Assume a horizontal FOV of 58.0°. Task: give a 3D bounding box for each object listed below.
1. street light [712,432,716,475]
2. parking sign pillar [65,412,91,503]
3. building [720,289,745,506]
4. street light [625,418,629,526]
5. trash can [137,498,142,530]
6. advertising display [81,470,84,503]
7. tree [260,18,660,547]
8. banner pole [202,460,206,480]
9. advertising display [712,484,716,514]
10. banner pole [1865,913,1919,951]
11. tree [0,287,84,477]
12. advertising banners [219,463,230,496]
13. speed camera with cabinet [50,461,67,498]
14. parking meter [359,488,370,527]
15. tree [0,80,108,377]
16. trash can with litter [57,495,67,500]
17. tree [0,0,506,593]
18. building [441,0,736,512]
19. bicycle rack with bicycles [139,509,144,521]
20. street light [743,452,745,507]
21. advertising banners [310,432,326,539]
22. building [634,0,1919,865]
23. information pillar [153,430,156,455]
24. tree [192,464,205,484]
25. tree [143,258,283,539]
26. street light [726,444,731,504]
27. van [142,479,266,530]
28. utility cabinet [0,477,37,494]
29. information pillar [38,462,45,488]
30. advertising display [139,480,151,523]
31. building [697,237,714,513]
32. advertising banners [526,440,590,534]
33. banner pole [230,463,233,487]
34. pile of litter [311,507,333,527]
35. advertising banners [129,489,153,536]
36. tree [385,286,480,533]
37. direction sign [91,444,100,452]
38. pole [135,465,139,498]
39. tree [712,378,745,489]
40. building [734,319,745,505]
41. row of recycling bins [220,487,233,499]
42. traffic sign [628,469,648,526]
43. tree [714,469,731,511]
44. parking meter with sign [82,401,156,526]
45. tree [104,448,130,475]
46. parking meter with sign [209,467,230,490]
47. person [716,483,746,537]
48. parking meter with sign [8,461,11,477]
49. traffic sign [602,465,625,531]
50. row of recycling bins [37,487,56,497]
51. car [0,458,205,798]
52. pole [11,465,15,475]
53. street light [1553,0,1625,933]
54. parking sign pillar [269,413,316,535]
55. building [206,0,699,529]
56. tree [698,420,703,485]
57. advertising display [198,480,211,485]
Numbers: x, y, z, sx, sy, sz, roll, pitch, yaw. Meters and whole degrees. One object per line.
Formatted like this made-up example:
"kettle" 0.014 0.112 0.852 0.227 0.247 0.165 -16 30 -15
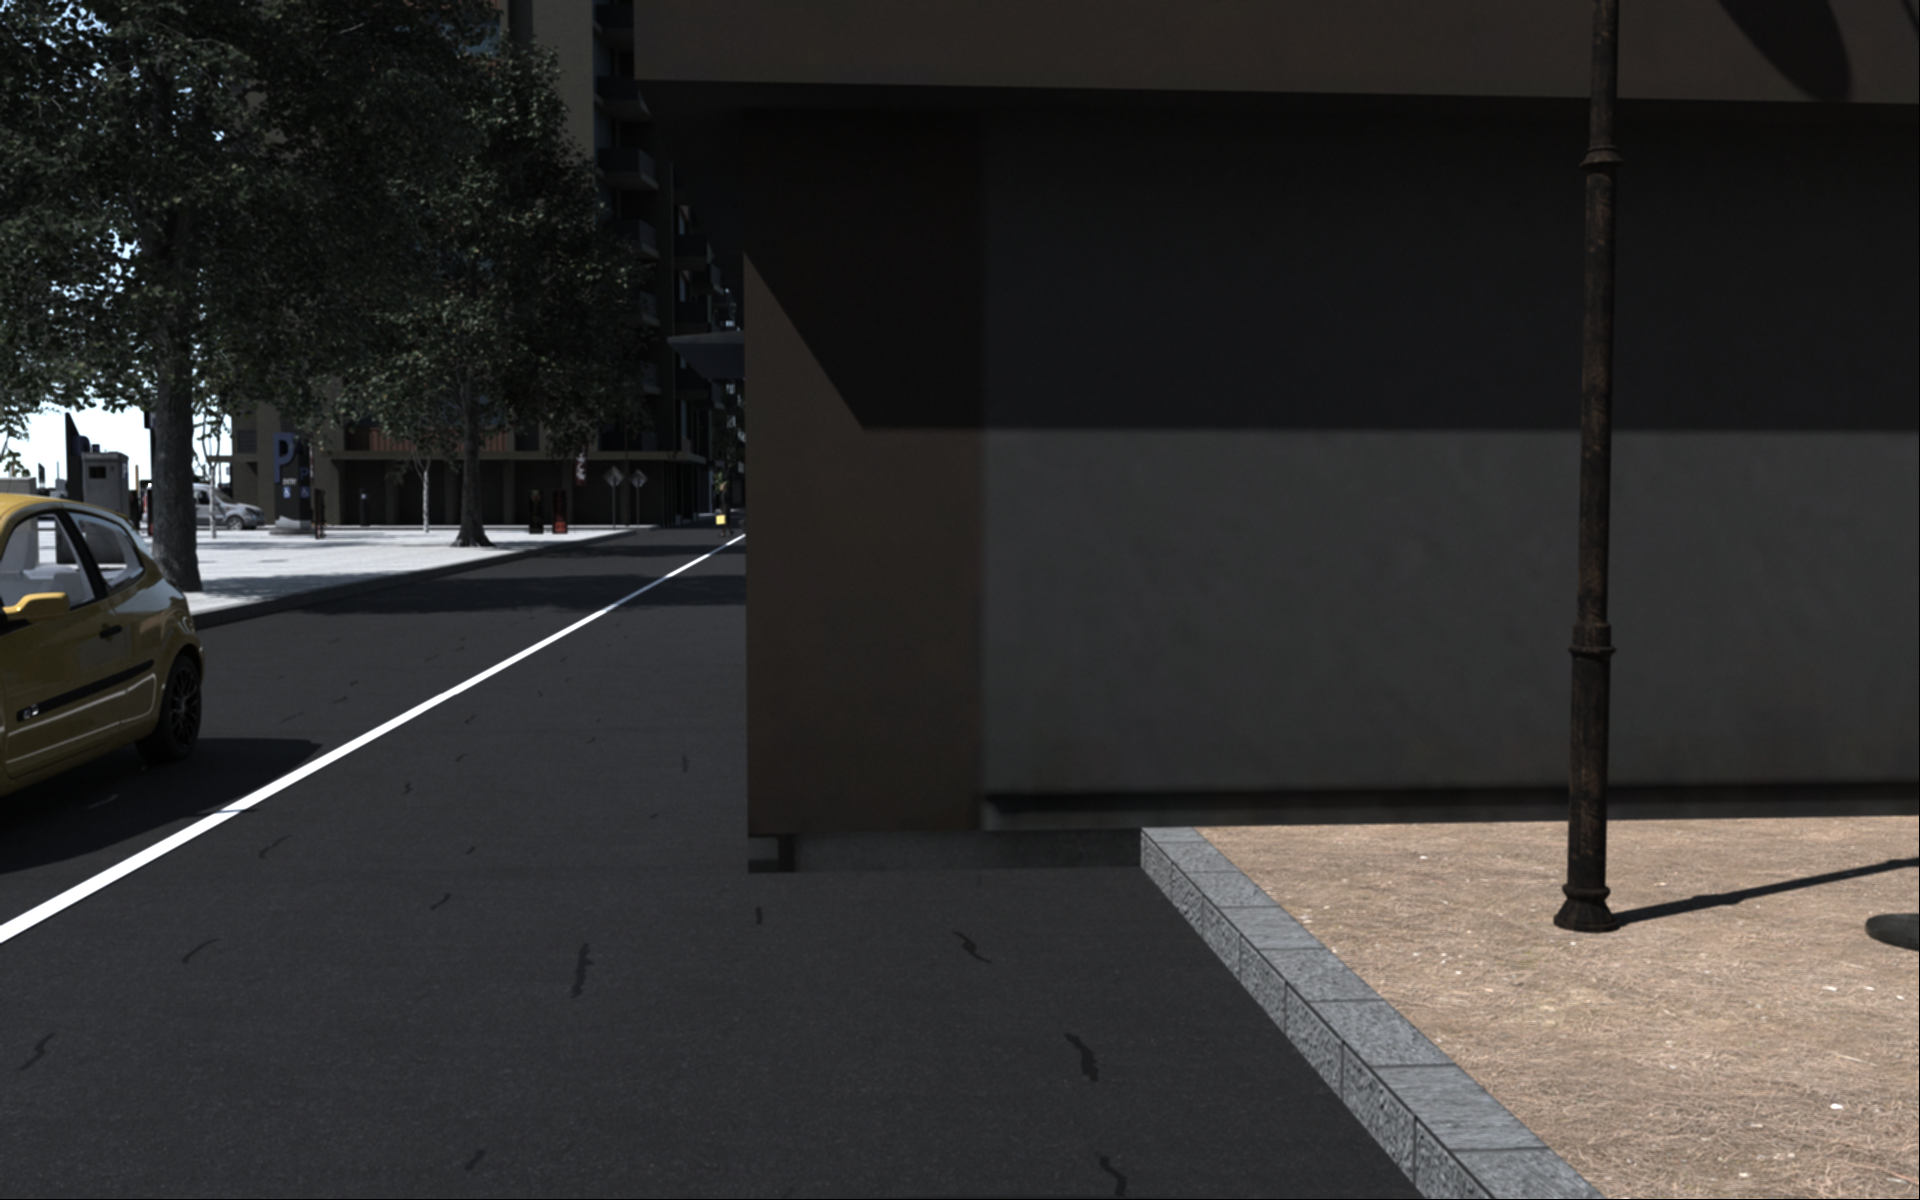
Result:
"street light" -17.661 -9.245 123.938 0.468 5.910 1.993 0 4 -5
"parking sign pillar" -29.324 -4.232 57.666 1.447 3.967 1.447 -1 4 -11
"building" -34.650 -34.616 185.578 23.786 49.044 30.456 0 4 -5
"street light" -13.254 -5.873 68.809 0.468 5.910 1.993 0 4 -5
"trash can" -27.939 -2.852 58.282 0.748 1.137 0.748 0 3 0
"advertising display" -22.189 -2.417 44.738 0.974 1.923 0.123 0 4 8
"tree" -11.798 -7.637 41.875 9.611 12.733 9.660 0 3 0
"banner pole" -56.153 -8.487 128.783 0.401 3.779 0.863 0 4 -4
"advertising display" -16.275 -6.681 114.451 0.123 1.923 0.974 0 4 0
"banner pole" 2.922 -0.922 5.086 0.401 3.779 0.863 1 4 23
"tree" -27.374 -6.047 49.238 4.737 8.622 4.395 0 3 0
"advertising banners" -34.803 -5.240 81.865 0.090 3.025 2.074 -1 4 -10
"speed camera with cabinet" -53.713 -6.663 103.270 0.660 3.252 2.038 -1 4 -15
"parking meter" -23.542 -3.674 68.486 0.372 1.533 0.369 0 3 0
"tree" -23.534 -6.961 39.570 9.928 11.665 9.643 0 3 0
"trash can with litter" -48.552 -5.108 94.578 2.233 1.210 1.678 -3 4 -37
"tree" -10.411 -7.083 22.463 9.857 13.997 8.962 0 3 0
"building" -31.839 -30.679 156.232 22.147 44.769 28.867 0 4 -5
"bicycle rack with bicycles" -38.114 -4.237 82.665 2.852 0.926 2.925 0 4 -6
"street light" -21.458 -12.216 172.520 0.468 5.910 1.993 0 4 -5
"advertising banners" -18.285 -3.246 49.263 0.090 3.025 2.074 -1 4 -10
"building" 5.195 -22.155 12.340 14.600 45.320 14.200 0 4 -5
"information pillar" -19.773 -3.157 42.973 0.504 3.616 0.183 -3 4 -38
"tree" -41.762 -6.083 94.062 1.663 3.219 1.824 0 3 0
"tree" -21.673 -6.096 50.026 4.737 8.622 4.395 0 3 0
"street light" -19.368 -10.530 144.958 0.468 5.910 1.993 0 4 -5
"van" -27.807 -3.474 63.813 4.112 2.044 2.013 0 4 -5
"utility cabinet" -12.311 -0.805 21.842 1.173 1.500 0.318 -1 4 -12
"information pillar" -67.500 -8.317 127.335 0.504 3.616 0.183 1 4 9
"advertising display" -36.168 -4.422 77.518 0.974 1.923 0.123 -1 4 -23
"building" -23.883 -20.955 114.316 14.160 30.474 14.107 0 4 -5
"advertising banners" -12.932 -3.644 55.775 2.074 3.025 0.090 -2 4 -24
"banner pole" -44.121 -7.072 105.641 0.863 3.779 0.401 -3 5 -40
"pile of litter" -25.213 -3.273 67.475 1.719 0.858 1.176 -3 5 -42
"advertising banners" -24.600 -3.466 52.861 2.074 3.025 0.090 -1 4 -11
"tree" -17.697 -6.551 57.471 4.360 8.622 3.978 0 3 0
"direction sign" -39.289 -5.276 78.266 0.876 3.537 0.379 -1 4 -10
"pole" -57.113 -7.730 120.228 0.158 3.312 0.155 0 3 0
"tree" -19.030 -12.568 139.904 8.767 10.594 7.601 0 4 2
"building" -34.117 -33.602 232.981 14.154 41.232 14.086 0 4 -5
"row of recycling bins" -40.558 -5.512 97.226 1.069 1.692 3.534 0 4 2
"traffic sign" -12.737 -3.968 68.514 0.795 2.450 0.064 0 4 -5
"tree" -18.346 -8.463 132.978 1.663 3.219 1.824 0 3 0
"parking meter with sign" -15.715 -2.178 31.870 1.738 3.016 0.543 0 4 -7
"tree" -36.118 -4.803 73.122 1.663 3.219 1.824 0 3 0
"parking meter with sign" -48.296 -7.176 113.582 1.738 3.016 0.543 1 4 14
"person" -7.606 -3.039 58.409 1.509 1.804 0.699 -3 5 -39
"parking meter with sign" -50.292 -5.733 89.990 1.738 3.016 0.543 -1 4 -22
"traffic sign" -12.100 -3.481 60.554 0.795 2.450 0.064 0 4 -5
"row of recycling bins" -56.611 -6.129 107.323 1.069 1.692 3.534 0 4 1
"car" -4.871 0.144 7.873 2.015 1.641 3.980 0 4 -6
"pole" -64.186 -7.561 117.465 0.158 3.312 0.155 0 3 0
"street light" 1.859 -1.968 4.969 0.468 5.910 1.993 0 4 -5
"parking sign pillar" -21.023 -4.039 54.503 1.447 3.967 1.447 2 4 35
"building" -22.895 -26.153 82.228 22.147 44.769 28.867 0 4 -5
"tree" -16.758 -9.207 100.891 4.737 8.622 4.395 0 3 0
"advertising display" -35.628 -4.684 81.793 0.974 1.923 0.123 2 4 31
